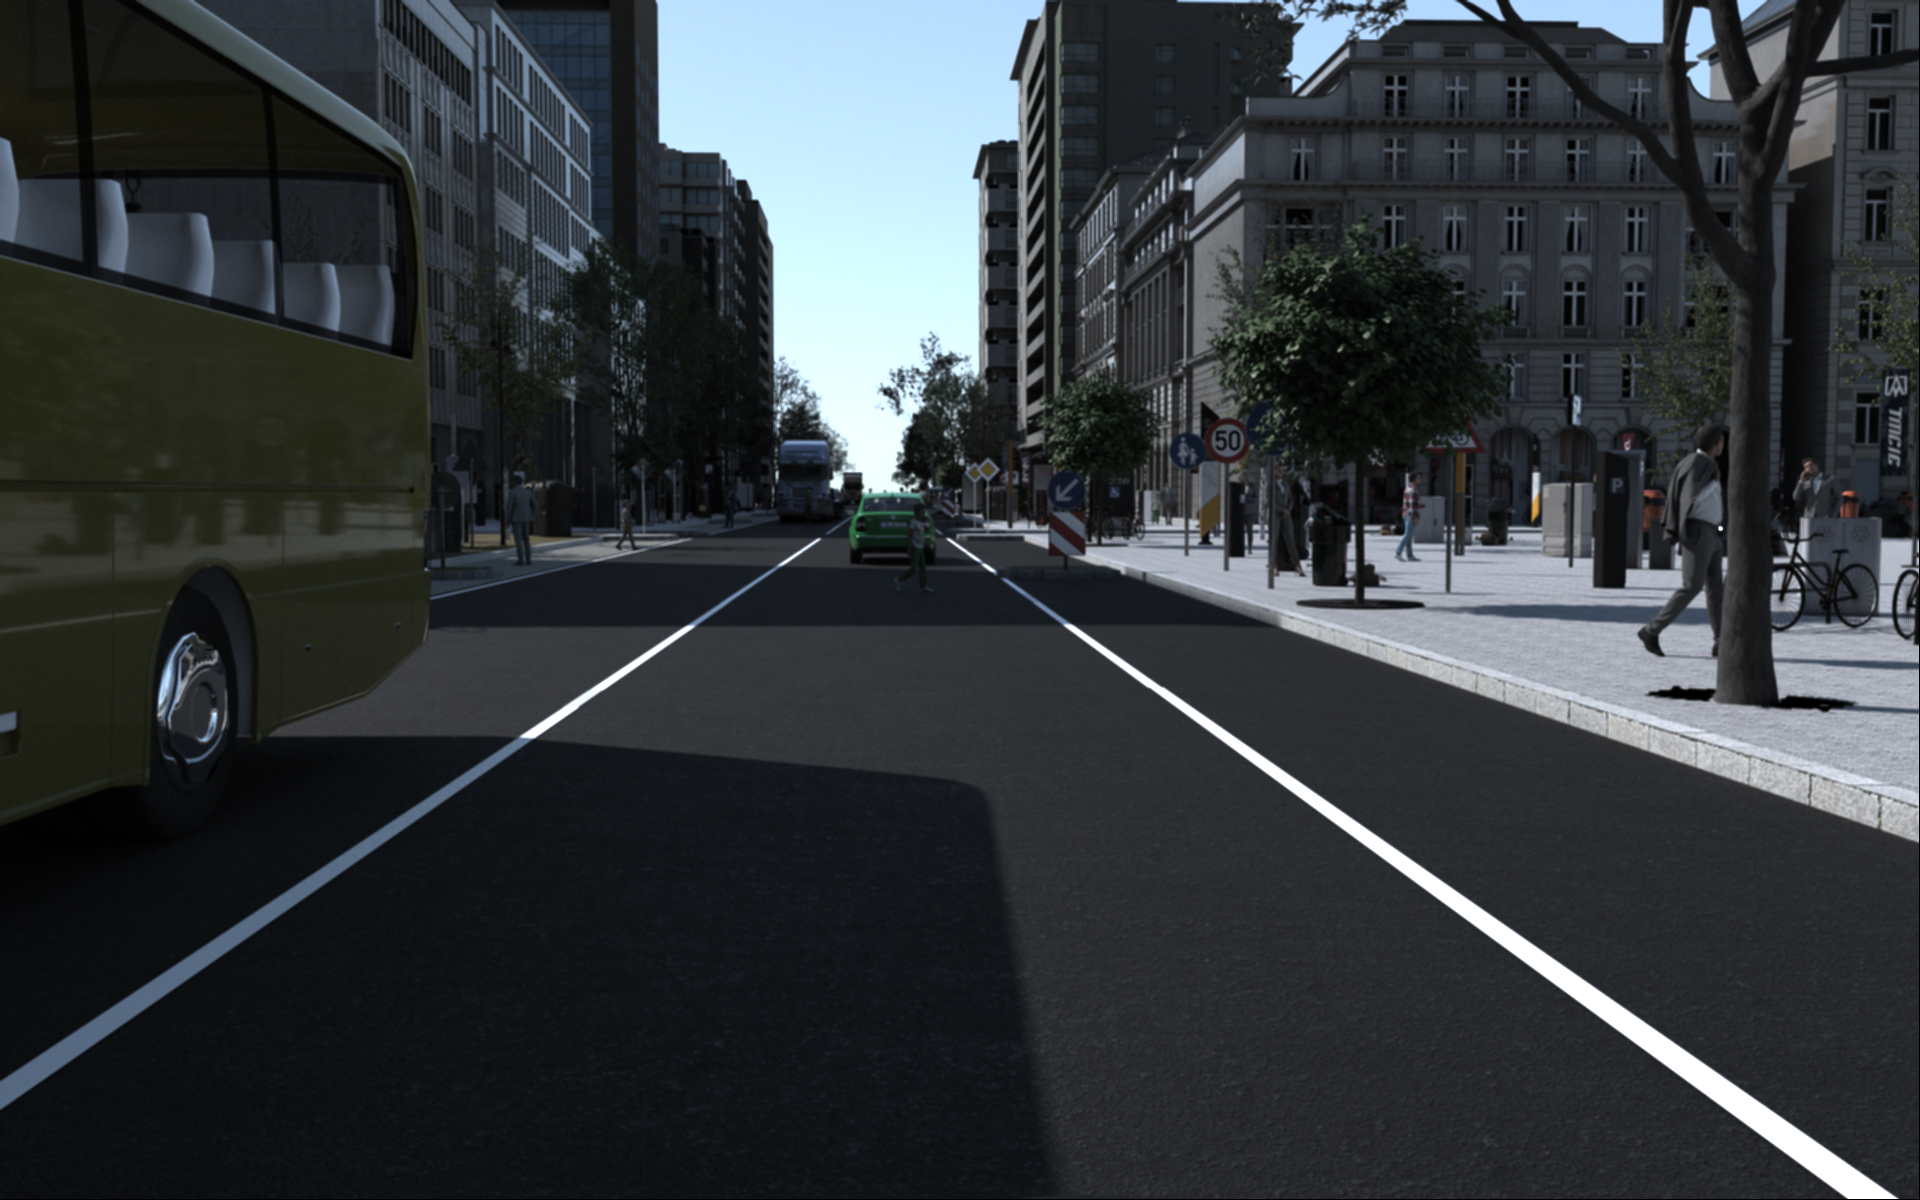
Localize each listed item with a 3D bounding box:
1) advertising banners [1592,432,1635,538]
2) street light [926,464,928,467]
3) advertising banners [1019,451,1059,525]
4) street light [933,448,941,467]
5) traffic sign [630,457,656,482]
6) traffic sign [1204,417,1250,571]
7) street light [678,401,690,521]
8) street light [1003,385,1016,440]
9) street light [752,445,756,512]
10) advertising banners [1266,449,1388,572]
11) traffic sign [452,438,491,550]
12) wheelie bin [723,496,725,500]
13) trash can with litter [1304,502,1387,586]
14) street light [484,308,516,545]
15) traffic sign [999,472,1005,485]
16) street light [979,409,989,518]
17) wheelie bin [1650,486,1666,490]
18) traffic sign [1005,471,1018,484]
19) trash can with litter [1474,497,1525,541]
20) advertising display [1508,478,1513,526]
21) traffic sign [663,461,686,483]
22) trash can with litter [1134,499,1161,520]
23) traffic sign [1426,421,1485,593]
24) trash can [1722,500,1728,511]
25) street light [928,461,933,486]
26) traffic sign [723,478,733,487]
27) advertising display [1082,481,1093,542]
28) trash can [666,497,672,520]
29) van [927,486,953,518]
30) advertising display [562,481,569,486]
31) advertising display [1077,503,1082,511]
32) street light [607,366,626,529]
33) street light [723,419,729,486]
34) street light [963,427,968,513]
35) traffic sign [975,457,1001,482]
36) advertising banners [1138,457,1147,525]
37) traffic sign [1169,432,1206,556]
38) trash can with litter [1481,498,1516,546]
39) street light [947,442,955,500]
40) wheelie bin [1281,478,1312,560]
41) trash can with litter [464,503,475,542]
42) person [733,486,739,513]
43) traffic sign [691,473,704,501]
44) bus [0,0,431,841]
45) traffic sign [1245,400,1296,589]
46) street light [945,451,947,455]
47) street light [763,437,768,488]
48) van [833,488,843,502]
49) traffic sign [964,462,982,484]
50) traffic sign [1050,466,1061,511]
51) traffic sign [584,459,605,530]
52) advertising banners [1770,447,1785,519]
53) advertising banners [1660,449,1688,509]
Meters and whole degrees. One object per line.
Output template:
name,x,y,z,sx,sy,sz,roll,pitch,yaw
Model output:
advertising banners,18.761,-3.296,50.080,0.090,3.025,2.074,-1,4,-19
street light,-3.951,-14.729,213.602,0.468,5.910,1.993,0,4,-2
advertising banners,3.402,-4.602,71.435,2.074,3.025,0.090,-1,4,-19
street light,-2.111,-12.141,171.289,0.468,5.910,1.993,0,4,-2
traffic sign,-9.885,-3.169,54.003,0.795,2.593,0.064,0,4,-2
traffic sign,4.452,-1.759,28.868,0.768,2.556,0.104,0,4,6
street light,-13.325,-6.776,83.569,0.468,5.910,1.993,0,4,-2
street light,2.098,-6.153,73.391,0.468,5.910,1.993,0,4,-2
street light,-15.082,-9.387,126.262,0.468,5.910,1.993,0,4,-2
advertising banners,6.136,-1.984,28.629,2.074,3.025,0.090,0,4,7
traffic sign,-11.283,-2.447,40.006,0.884,2.594,0.081,0,3,0
wheelie bin,-15.930,-6.635,116.384,0.693,1.594,0.980,-2,4,-30
trash can with litter,5.400,-0.788,24.269,1.055,1.170,0.624,0,4,-5
street light,-11.434,-4.304,43.156,0.468,5.910,1.993,0,4,-2
traffic sign,2.590,-6.031,98.711,0.768,2.556,0.104,0,4,-1
street light,1.293,-7.433,94.321,0.468,5.910,1.993,0,4,-2
wheelie bin,28.341,-3.830,70.525,0.980,1.594,0.693,0,4,-6
traffic sign,2.297,-4.559,76.665,0.606,2.300,0.079,0,4,7
trash can with litter,14.950,-2.278,48.301,1.678,1.210,2.233,1,4,22
advertising display,22.353,-3.985,70.373,0.123,1.923,0.974,1,4,13
traffic sign,-10.228,-3.657,61.980,0.795,2.593,0.064,0,4,-2
trash can with litter,9.049,-4.598,86.229,1.678,1.210,2.233,-3,4,-37
traffic sign,6.363,-1.376,22.505,0.884,2.594,0.081,0,4,-2
trash can,17.264,-1.727,39.886,0.748,1.137,0.748,0,3,0
street light,-3.010,-13.421,192.215,0.468,5.910,1.993,0,4,-2
traffic sign,-18.230,-8.317,135.982,0.884,2.594,0.081,0,4,6
advertising display,3.451,-2.518,46.385,0.123,1.923,0.974,0,4,-3
trash can,-14.292,-4.522,85.586,0.748,1.137,0.748,0,3,0
van,-1.433,-6.037,105.712,2.013,2.044,4.112,0,4,-2
advertising display,-20.305,-5.081,88.285,0.974,1.923,0.123,3,4,38
advertising display,4.746,-3.832,67.860,0.123,1.923,0.974,-1,4,-10
street light,-12.399,-5.496,62.644,0.468,5.910,1.993,0,4,-2
street light,-14.046,-8.056,104.502,0.468,5.910,1.993,0,4,-2
street light,0.311,-8.713,115.243,0.468,5.910,1.993,0,4,-2
traffic sign,0.900,-3.196,54.444,0.795,2.593,0.064,0,4,-2
advertising banners,7.613,-4.657,72.333,0.090,3.025,2.074,0,4,-2
traffic sign,4.705,-2.188,35.875,0.768,2.556,0.104,0,4,4
trash can with litter,13.468,-1.958,43.405,0.624,1.170,1.055,2,4,34
street light,-0.561,-10.008,136.412,0.468,5.910,1.993,0,4,-2
wheelie bin,6.450,-1.595,33.980,0.693,1.594,0.980,-1,4,-22
trash can with litter,-13.237,-2.109,45.865,0.624,1.170,1.055,0,4,-6
person,-14.910,-6.610,114.001,0.818,1.842,0.514,2,4,30
traffic sign,-15.776,-6.352,103.967,0.768,2.556,0.104,0,4,5
bus,-4.334,-0.782,4.326,2.896,3.916,12.252,0,4,-1
traffic sign,4.219,-1.426,23.418,0.768,2.556,0.104,0,4,0
street light,-1.084,-10.841,150.032,0.468,5.910,1.993,0,4,-2
street light,-15.552,-10.150,138.732,0.468,5.910,1.993,0,4,-2
van,-9.087,-6.919,120.134,2.013,2.044,4.112,0,4,-1
traffic sign,0.557,-3.684,62.422,0.795,2.593,0.064,0,4,-2
traffic sign,3.963,-4.206,68.866,0.768,2.556,0.104,0,4,-1
traffic sign,-13.103,-3.788,62.041,0.768,2.556,0.104,0,4,2
advertising banners,31.049,-4.258,65.808,0.090,3.025,2.074,1,4,13
advertising banners,27.956,-4.445,68.856,0.090,3.025,2.074,-2,4,-34
